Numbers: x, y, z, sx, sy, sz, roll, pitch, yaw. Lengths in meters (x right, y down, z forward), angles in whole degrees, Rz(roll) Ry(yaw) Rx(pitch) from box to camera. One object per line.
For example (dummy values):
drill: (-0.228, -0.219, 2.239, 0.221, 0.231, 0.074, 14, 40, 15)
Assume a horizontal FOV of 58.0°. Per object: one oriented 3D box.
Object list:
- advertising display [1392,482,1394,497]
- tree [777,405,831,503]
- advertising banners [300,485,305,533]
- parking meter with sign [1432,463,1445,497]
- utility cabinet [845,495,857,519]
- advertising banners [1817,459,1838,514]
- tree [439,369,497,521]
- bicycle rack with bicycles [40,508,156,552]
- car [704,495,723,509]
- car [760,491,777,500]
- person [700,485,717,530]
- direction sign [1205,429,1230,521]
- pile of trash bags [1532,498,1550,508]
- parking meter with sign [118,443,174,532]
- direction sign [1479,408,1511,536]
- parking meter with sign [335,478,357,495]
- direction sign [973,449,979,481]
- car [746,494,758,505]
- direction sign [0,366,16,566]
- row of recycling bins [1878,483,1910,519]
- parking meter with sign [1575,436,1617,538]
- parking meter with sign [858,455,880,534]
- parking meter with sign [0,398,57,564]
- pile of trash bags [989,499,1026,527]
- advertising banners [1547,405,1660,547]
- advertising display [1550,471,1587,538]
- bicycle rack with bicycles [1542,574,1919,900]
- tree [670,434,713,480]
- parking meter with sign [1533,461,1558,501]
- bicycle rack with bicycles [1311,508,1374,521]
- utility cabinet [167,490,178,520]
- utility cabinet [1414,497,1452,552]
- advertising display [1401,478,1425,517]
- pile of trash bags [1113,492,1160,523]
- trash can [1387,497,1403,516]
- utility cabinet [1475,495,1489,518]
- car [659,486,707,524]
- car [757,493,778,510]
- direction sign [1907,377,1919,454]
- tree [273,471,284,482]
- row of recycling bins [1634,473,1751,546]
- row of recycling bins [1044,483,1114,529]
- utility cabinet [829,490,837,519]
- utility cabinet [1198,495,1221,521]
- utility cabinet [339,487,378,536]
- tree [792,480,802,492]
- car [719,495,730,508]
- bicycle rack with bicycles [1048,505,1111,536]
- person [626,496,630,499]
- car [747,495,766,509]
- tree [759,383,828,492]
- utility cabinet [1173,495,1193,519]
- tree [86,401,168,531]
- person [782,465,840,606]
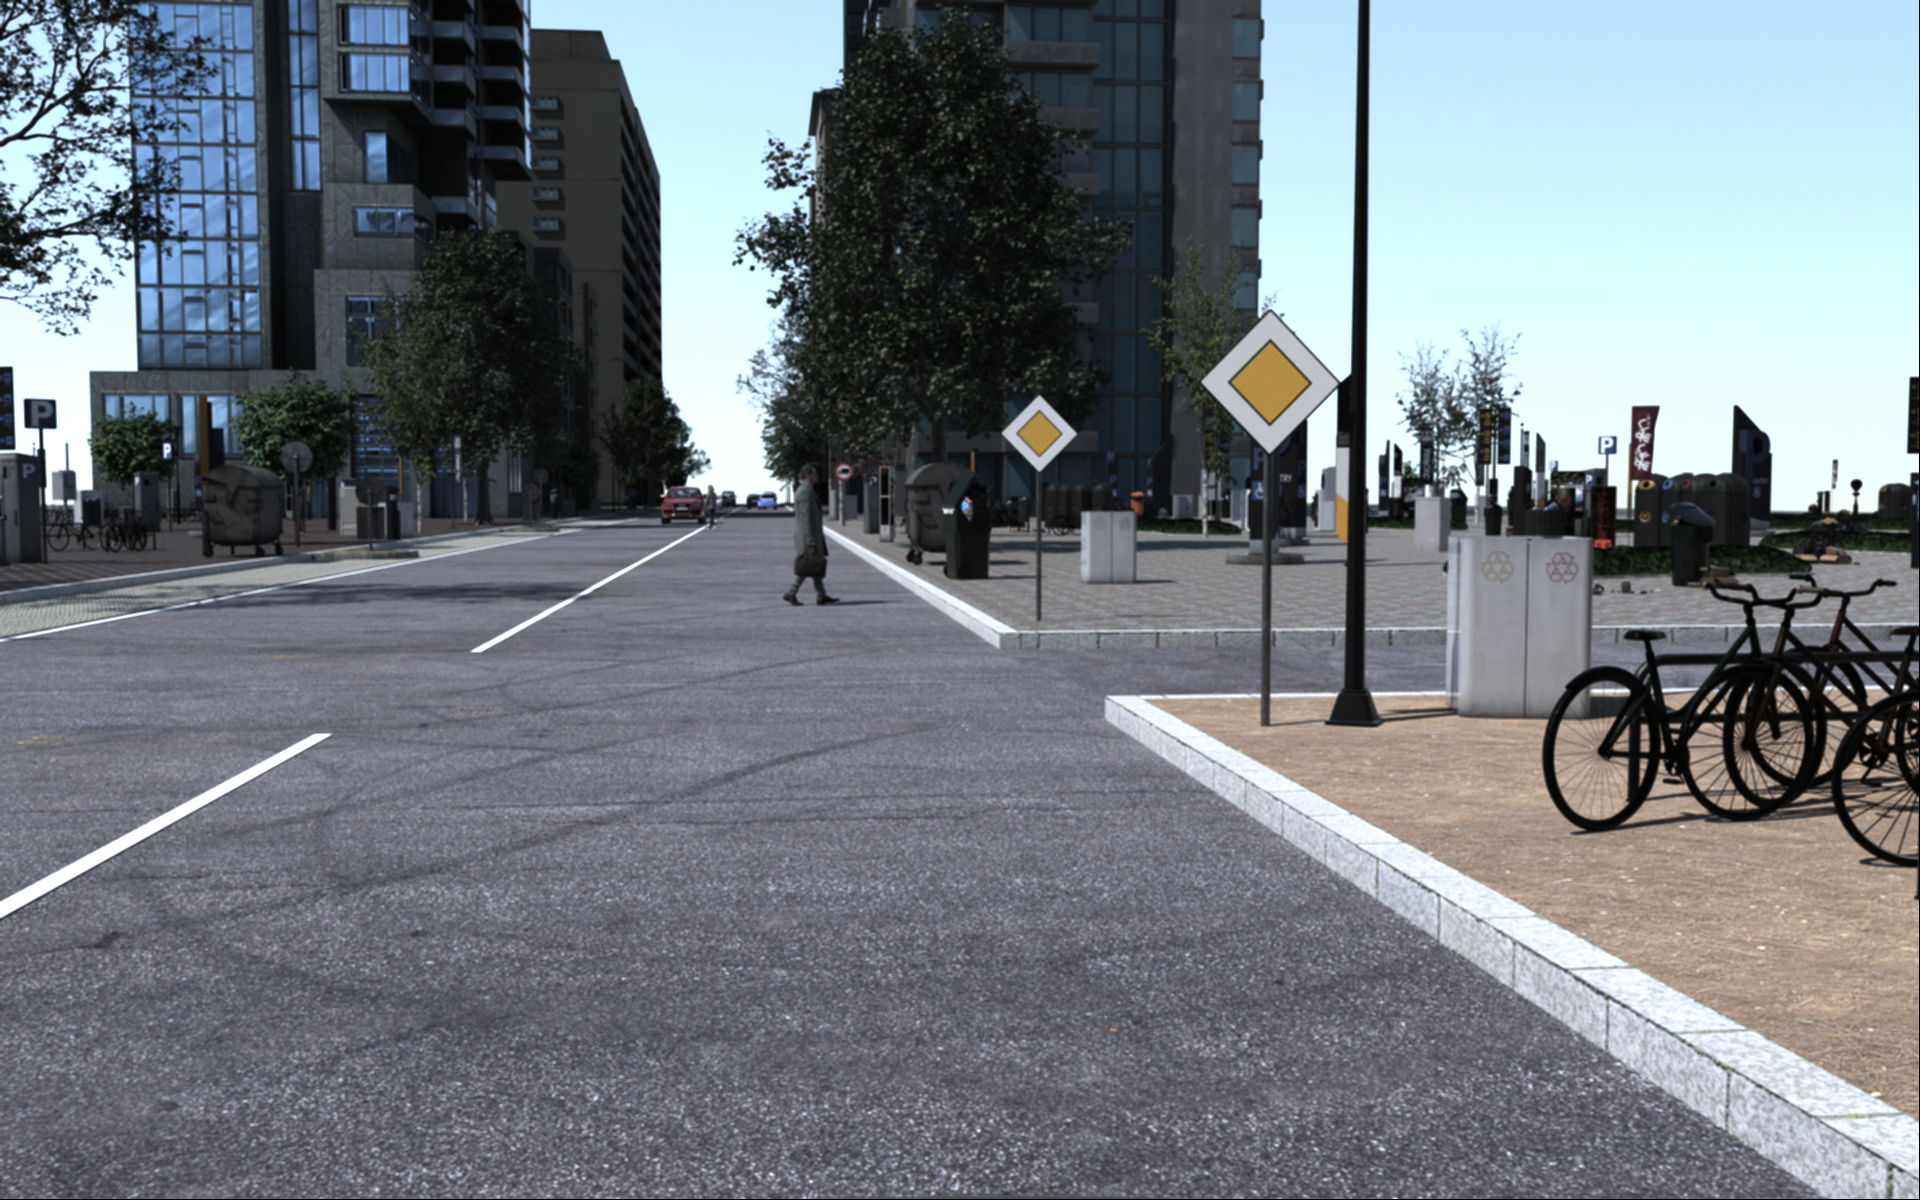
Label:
advertising display: (23.479, -5.381, 93.189, 0.123, 1.923, 0.974, 3, 4, 36)
tree: (-10.670, -10.484, 121.779, 4.737, 8.622, 4.395, 0, 3, 0)
advertising banners: (-21.931, -3.769, 57.806, 0.090, 3.025, 2.074, -2, 4, -24)
parking meter with sign: (26.184, -6.023, 94.734, 0.543, 3.016, 1.738, 0, 4, -6)
utility cabinet: (-5.878, -4.853, 90.514, 1.020, 1.237, 0.306, -2, 4, -30)
advertising banners: (44.344, -5.649, 88.555, 0.090, 3.025, 2.074, 0, 4, 2)
tree: (-23.455, -8.040, 81.816, 4.360, 8.622, 3.978, 0, 3, 0)
bicycle rack with bicycles: (-19.427, -1.588, 39.340, 2.852, 0.926, 2.925, 1, 4, 9)
car: (-23.308, -9.202, 162.806, 2.083, 1.381, 4.827, 0, 4, -7)
car: (-25.827, -13.776, 233.915, 2.281, 1.827, 5.304, 0, 4, -7)
person: (-9.973, -3.693, 69.065, 0.728, 1.800, 0.709, 3, 5, 44)
direction sign: (8.979, -4.199, 60.643, 0.876, 3.537, 0.379, 0, 4, 7)
pile of trash bags: (27.956, -4.483, 83.057, 1.912, 1.369, 3.447, 0, 4, -7)
parking meter with sign: (-27.379, -3.792, 58.261, 0.543, 3.016, 1.738, 2, 4, 35)
direction sign: (14.085, -3.283, 45.671, 0.876, 3.537, 0.379, 3, 5, 43)
parking meter with sign: (-29.081, -5.275, 82.503, 0.543, 3.016, 1.738, 2, 4, 32)
direction sign: (0.785, -5.782, 86.529, 0.379, 3.537, 0.876, 1, 4, 17)
car: (-27.089, -13.363, 227.287, 1.959, 1.807, 4.718, 0, 4, -5)
direction sign: (-17.197, -2.378, 30.882, 0.876, 3.537, 0.379, 1, 4, 16)
row of recycling bins: (36.325, -3.677, 67.225, 1.069, 1.692, 3.534, 2, 4, 23)
parking meter with sign: (18.846, -3.384, 51.583, 1.738, 3.016, 0.543, -3, 5, -42)
parking meter with sign: (-2.922, -3.694, 56.657, 0.543, 3.016, 1.738, -1, 4, -13)
parking meter with sign: (-17.487, -2.203, 32.274, 1.738, 3.016, 0.543, 3, 4, 37)
pile of trash bags: (0.719, -3.500, 66.970, 3.447, 1.369, 1.912, -1, 4, -23)
advertising banners: (12.815, -2.346, 34.552, 2.074, 3.025, 0.090, 1, 4, 22)
advertising display: (17.050, -2.653, 48.591, 0.974, 1.923, 0.123, 3, 4, 39)
bicycle rack with bicycles: (3.624, 0.418, 6.556, 2.925, 0.926, 2.852, 0, 4, -7)
tree: (-39.129, -19.067, 246.160, 8.767, 10.594, 7.601, 0, 4, -3)
parking meter with sign: (30.246, -5.750, 90.272, 1.738, 3.016, 0.543, -1, 4, -20)
bicycle rack with bicycles: (17.584, -4.068, 79.889, 2.925, 0.926, 2.852, 0, 4, 7)
utility cabinet: (-39.270, -4.758, 86.472, 0.318, 1.500, 1.173, -1, 4, -11)
utility cabinet: (10.618, -1.697, 38.902, 0.306, 1.237, 1.020, -1, 4, -18)
advertising display: (17.840, -3.852, 68.201, 0.974, 1.923, 0.123, -1, 4, -15)
pile of trash bags: (6.824, -3.524, 67.375, 1.912, 1.369, 3.447, 0, 4, -1)
trash can: (18.636, -3.816, 74.042, 0.748, 1.137, 0.748, 0, 3, 0)
utility cabinet: (28.151, -4.996, 92.843, 1.020, 1.237, 0.306, 0, 4, 5)
car: (-13.361, -4.599, 83.872, 2.281, 1.827, 5.304, 0, 4, -7)
car: (-17.854, -9.224, 160.395, 1.945, 1.707, 3.694, 0, 4, -8)
direction sign: (18.762, -2.540, 33.519, 0.876, 3.537, 0.379, 0, 4, -1)
tree: (-27.802, -4.578, 69.449, 1.663, 3.219, 1.824, 0, 3, 0)
row of recycling bins: (14.817, -1.711, 35.093, 1.069, 1.692, 3.534, 0, 4, -6)
row of recycling bins: (4.387, -3.501, 64.355, 1.069, 1.692, 3.534, -3, 4, -36)
utility cabinet: (-6.419, -4.897, 88.741, 0.318, 1.500, 1.173, 1, 4, 11)
utility cabinet: (11.654, -4.259, 80.803, 1.020, 1.237, 0.306, 1, 4, 19)
utility cabinet: (-18.094, -2.661, 52.185, 1.173, 1.500, 0.318, 1, 4, 15)
tree: (-18.301, -12.356, 196.618, 1.663, 3.219, 1.824, 0, 3, 0)
car: (-25.567, -10.542, 184.946, 1.945, 1.354, 3.894, 0, 4, -7)
bicycle rack with bicycles: (4.056, -2.512, 54.451, 2.925, 0.926, 2.852, -1, 4, -10)
person: (-32.706, -9.962, 171.244, 0.599, 1.838, 0.709, 3, 5, 44)
car: (-19.343, -9.315, 164.873, 1.945, 1.354, 3.894, 0, 4, -5)
tree: (-16.762, -15.740, 175.477, 7.486, 12.596, 7.792, 0, 3, 0)
utility cabinet: (11.613, -4.827, 90.075, 1.020, 1.237, 0.306, -1, 4, -10)
tree: (-29.225, -4.751, 61.385, 4.285, 4.588, 4.351, 0, 3, 0)
person: (-1.920, -0.841, 22.355, 0.767, 1.812, 0.694, -1, 4, -9)
